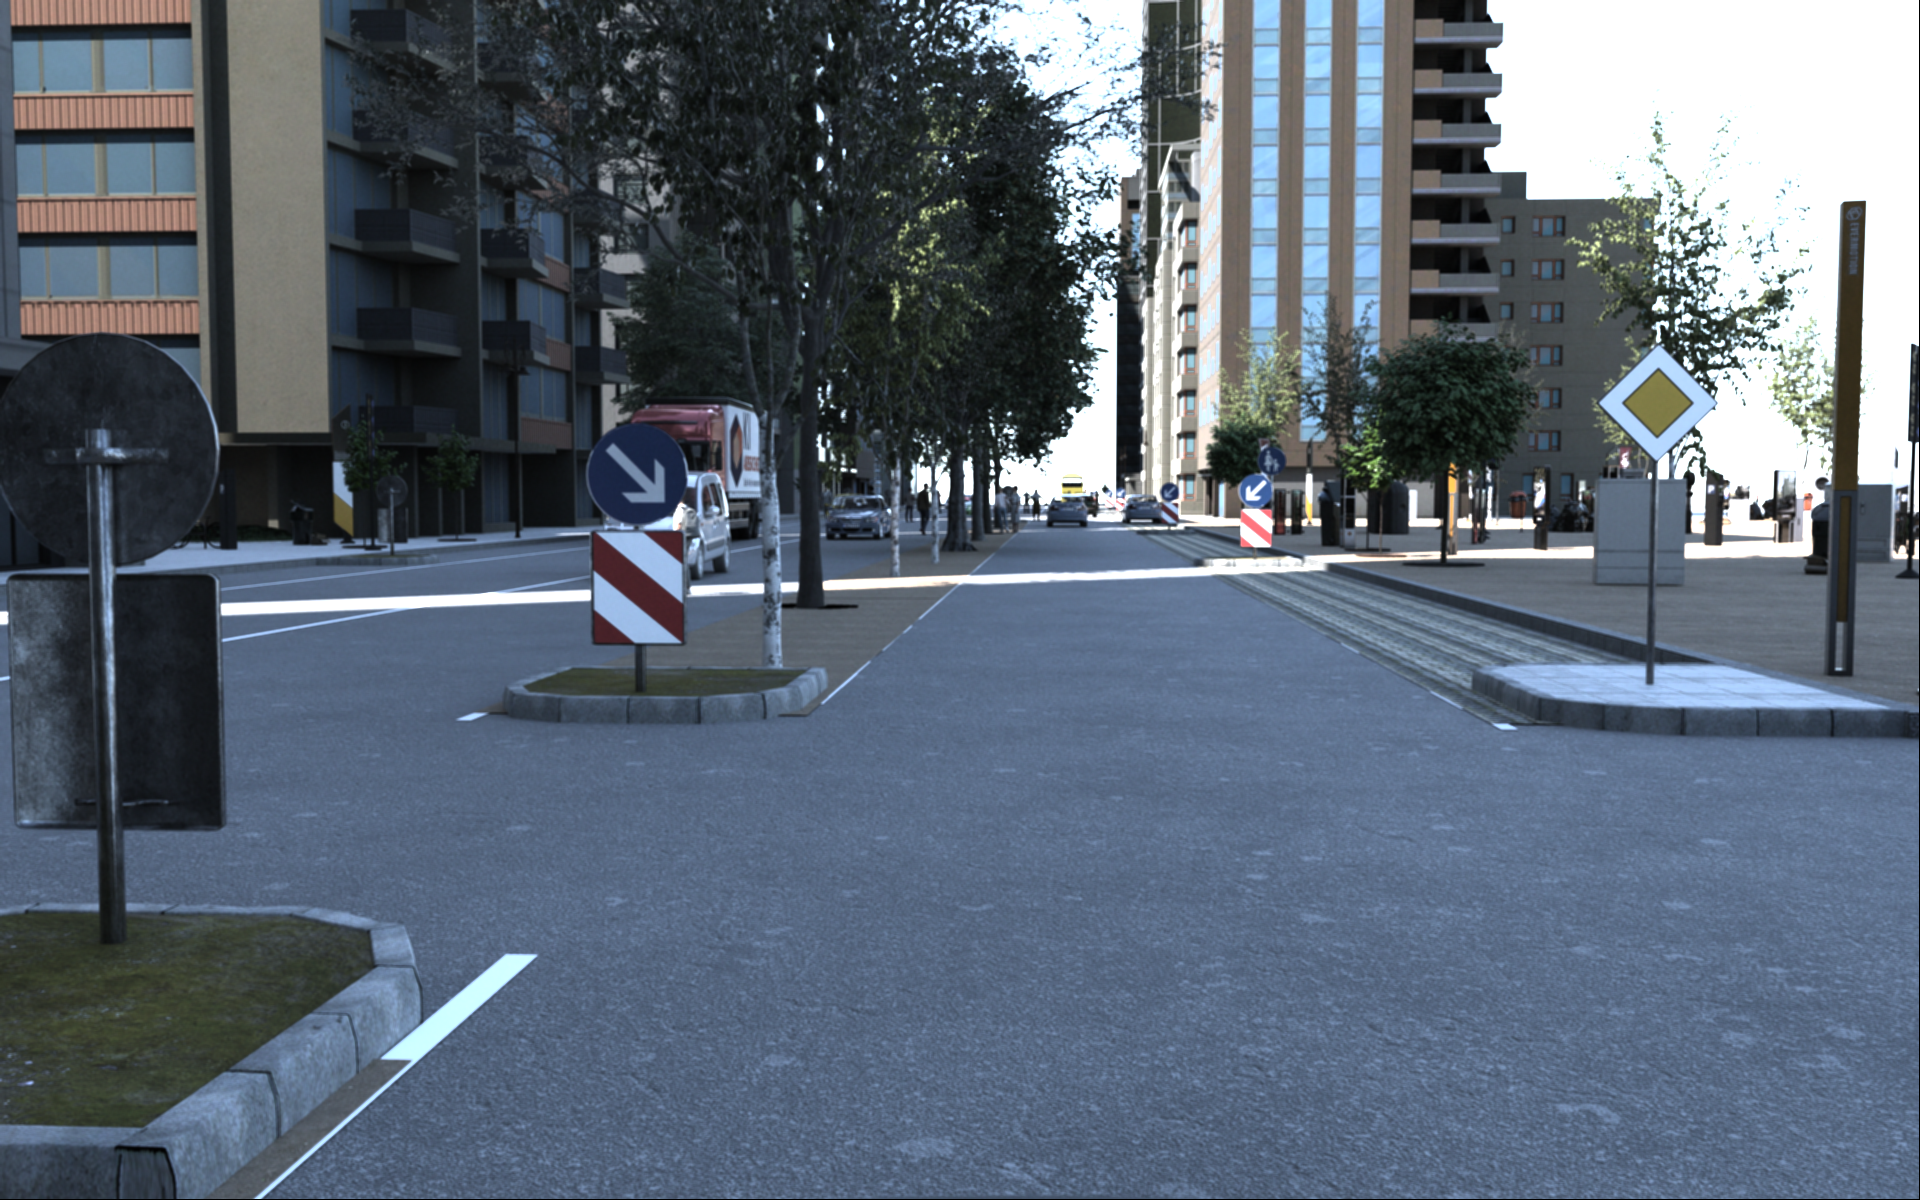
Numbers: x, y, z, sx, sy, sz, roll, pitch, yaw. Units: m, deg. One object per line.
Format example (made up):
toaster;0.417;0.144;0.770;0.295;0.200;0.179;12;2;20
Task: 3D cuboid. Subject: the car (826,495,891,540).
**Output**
car;-3.215;-2.690;55.988;2.014;1.417;4.499;0;4;5

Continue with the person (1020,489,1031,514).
person;4.914;-7.284;127.681;1.350;1.814;0.705;0;4;-2

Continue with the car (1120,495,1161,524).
car;8.835;-4.414;84.175;2.014;1.417;4.499;0;4;2

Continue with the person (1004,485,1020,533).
person;1.921;-3.288;62.833;0.524;1.755;0.480;-2;4;-34

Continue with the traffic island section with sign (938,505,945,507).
traffic island section with sign;-2.492;-11.364;194.428;1.989;1.847;2.006;0;4;3

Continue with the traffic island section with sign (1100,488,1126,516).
traffic island section with sign;10.227;-6.298;111.606;1.989;1.847;2.006;0;4;3

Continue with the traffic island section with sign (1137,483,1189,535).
traffic island section with sign;7.284;-3.229;61.419;1.989;1.847;2.006;0;4;3

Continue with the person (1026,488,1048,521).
person;4.102;-5.093;92.509;1.217;1.736;0.721;-1;4;-13

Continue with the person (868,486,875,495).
person;-4.591;-4.943;88.949;0.705;1.869;1.348;2;4;25

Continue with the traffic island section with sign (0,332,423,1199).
traffic island section with sign;-2.472;0.231;4.362;2.006;1.907;1.989;0;4;3

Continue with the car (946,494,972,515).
car;0.285;-5.580;103.036;2.131;1.459;4.920;0;4;4

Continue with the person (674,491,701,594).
person;-3.961;-0.826;24.593;0.523;1.515;0.503;-1;4;-16

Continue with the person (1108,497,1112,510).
person;12.622;-8.374;146.359;0.436;1.711;0.756;0;4;6

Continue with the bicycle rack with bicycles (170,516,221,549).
bicycle rack with bicycles;-18.862;-1.632;40.066;2.925;0.926;2.852;1;4;12

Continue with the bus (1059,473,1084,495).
bus;12.913;-12.739;199.833;2.896;3.916;12.252;0;4;3

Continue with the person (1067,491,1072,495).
person;9.825;-8.901;154.970;0.756;1.711;0.436;2;4;30

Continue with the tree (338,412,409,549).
tree;-14.216;-2.842;41.071;1.663;3.219;1.824;0;3;0

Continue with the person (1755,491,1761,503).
person;75.350;-9.435;163.470;0.721;1.736;1.217;3;5;43

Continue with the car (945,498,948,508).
car;-0.489;-9.892;174.098;2.083;1.381;4.827;0;4;4

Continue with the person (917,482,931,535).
person;-1.236;-3.208;60.869;0.656;1.842;0.836;1;4;13

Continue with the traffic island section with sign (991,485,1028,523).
traffic island section with sign;2.377;-4.809;86.766;2.006;1.907;1.989;0;4;3

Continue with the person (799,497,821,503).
person;-7.830;-5.054;91.148;1.348;1.822;0.705;-1;4;-15

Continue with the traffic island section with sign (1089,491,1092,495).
traffic island section with sign;15.039;-11.291;193.242;1.989;1.847;2.006;0;4;3

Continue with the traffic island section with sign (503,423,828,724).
traffic island section with sign;-2.027;-0.221;11.756;2.006;1.907;1.989;0;4;3

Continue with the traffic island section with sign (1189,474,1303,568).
traffic island section with sign;5.692;-1.580;34.466;1.989;1.847;2.006;0;4;3

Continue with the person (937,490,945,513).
person;-1.554;-7.393;130.100;1.217;1.743;0.721;-2;4;-25

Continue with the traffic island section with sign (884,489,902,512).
traffic island section with sign;-5.738;-8.008;139.553;1.989;1.847;2.006;0;4;3

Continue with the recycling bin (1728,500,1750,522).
recycling bin;35.498;-4.062;78.963;0.722;1.027;0.722;0;4;-1

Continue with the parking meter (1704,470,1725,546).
parking meter;18.622;-2.265;42.748;0.255;1.863;0.399;-2;4;-30

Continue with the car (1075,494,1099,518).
car;7.599;-5.947;107.025;2.009;1.686;4.222;0;4;4

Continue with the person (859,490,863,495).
person;-7.043;-6.902;122.062;1.217;1.735;0.721;0;4;-2

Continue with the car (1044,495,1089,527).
car;4.719;-3.951;76.596;2.014;1.417;4.499;0;4;2

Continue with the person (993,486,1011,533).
person;1.644;-3.356;64.035;0.731;1.740;0.598;-1;4;-20

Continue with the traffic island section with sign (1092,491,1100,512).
traffic island section with sign;11.812;-7.944;138.514;1.989;1.847;2.006;0;4;3

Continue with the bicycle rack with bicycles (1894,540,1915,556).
bicycle rack with bicycles;19.768;-1.456;37.183;2.852;0.926;2.925;3;4;36

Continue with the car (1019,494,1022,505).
car;7.461;-13.859;235.640;2.155;1.783;4.494;0;4;2

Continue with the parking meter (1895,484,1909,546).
parking meter;23.327;-2.116;43.007;0.372;1.533;0.369;0;3;0

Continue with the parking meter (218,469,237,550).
parking meter;-16.936;-2.101;40.055;0.399;1.863;0.255;3;5;42

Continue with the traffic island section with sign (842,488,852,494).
traffic island section with sign;-7.312;-6.358;112.584;1.989;1.847;2.006;0;4;3

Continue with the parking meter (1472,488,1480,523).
parking meter;22.812;-4.163;76.478;0.372;1.533;0.369;0;3;0

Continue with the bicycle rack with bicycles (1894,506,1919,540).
bicycle rack with bicycles;29.228;-2.373;52.183;2.852;0.926;2.925;1;4;8

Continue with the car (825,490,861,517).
car;-4.920;-4.056;76.542;2.015;1.641;3.980;0;4;2

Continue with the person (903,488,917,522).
person;-2.478;-4.878;88.780;0.617;1.759;0.750;3;4;37

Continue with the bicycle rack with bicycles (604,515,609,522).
bicycle rack with bicycles;-15.333;-4.045;79.512;2.852;0.926;2.925;1;4;18

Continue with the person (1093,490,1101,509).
person;12.846;-9.428;162.655;1.348;1.823;0.705;-3;5;-41

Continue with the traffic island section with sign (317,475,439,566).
traffic island section with sign;-11.841;-1.647;35.551;1.989;1.847;2.006;0;4;3

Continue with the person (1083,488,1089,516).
person;8.396;-6.532;115.308;0.705;1.822;1.348;2;4;34

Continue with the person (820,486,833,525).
person;-6.116;-4.342;79.606;0.709;1.813;0.853;1;4;15
